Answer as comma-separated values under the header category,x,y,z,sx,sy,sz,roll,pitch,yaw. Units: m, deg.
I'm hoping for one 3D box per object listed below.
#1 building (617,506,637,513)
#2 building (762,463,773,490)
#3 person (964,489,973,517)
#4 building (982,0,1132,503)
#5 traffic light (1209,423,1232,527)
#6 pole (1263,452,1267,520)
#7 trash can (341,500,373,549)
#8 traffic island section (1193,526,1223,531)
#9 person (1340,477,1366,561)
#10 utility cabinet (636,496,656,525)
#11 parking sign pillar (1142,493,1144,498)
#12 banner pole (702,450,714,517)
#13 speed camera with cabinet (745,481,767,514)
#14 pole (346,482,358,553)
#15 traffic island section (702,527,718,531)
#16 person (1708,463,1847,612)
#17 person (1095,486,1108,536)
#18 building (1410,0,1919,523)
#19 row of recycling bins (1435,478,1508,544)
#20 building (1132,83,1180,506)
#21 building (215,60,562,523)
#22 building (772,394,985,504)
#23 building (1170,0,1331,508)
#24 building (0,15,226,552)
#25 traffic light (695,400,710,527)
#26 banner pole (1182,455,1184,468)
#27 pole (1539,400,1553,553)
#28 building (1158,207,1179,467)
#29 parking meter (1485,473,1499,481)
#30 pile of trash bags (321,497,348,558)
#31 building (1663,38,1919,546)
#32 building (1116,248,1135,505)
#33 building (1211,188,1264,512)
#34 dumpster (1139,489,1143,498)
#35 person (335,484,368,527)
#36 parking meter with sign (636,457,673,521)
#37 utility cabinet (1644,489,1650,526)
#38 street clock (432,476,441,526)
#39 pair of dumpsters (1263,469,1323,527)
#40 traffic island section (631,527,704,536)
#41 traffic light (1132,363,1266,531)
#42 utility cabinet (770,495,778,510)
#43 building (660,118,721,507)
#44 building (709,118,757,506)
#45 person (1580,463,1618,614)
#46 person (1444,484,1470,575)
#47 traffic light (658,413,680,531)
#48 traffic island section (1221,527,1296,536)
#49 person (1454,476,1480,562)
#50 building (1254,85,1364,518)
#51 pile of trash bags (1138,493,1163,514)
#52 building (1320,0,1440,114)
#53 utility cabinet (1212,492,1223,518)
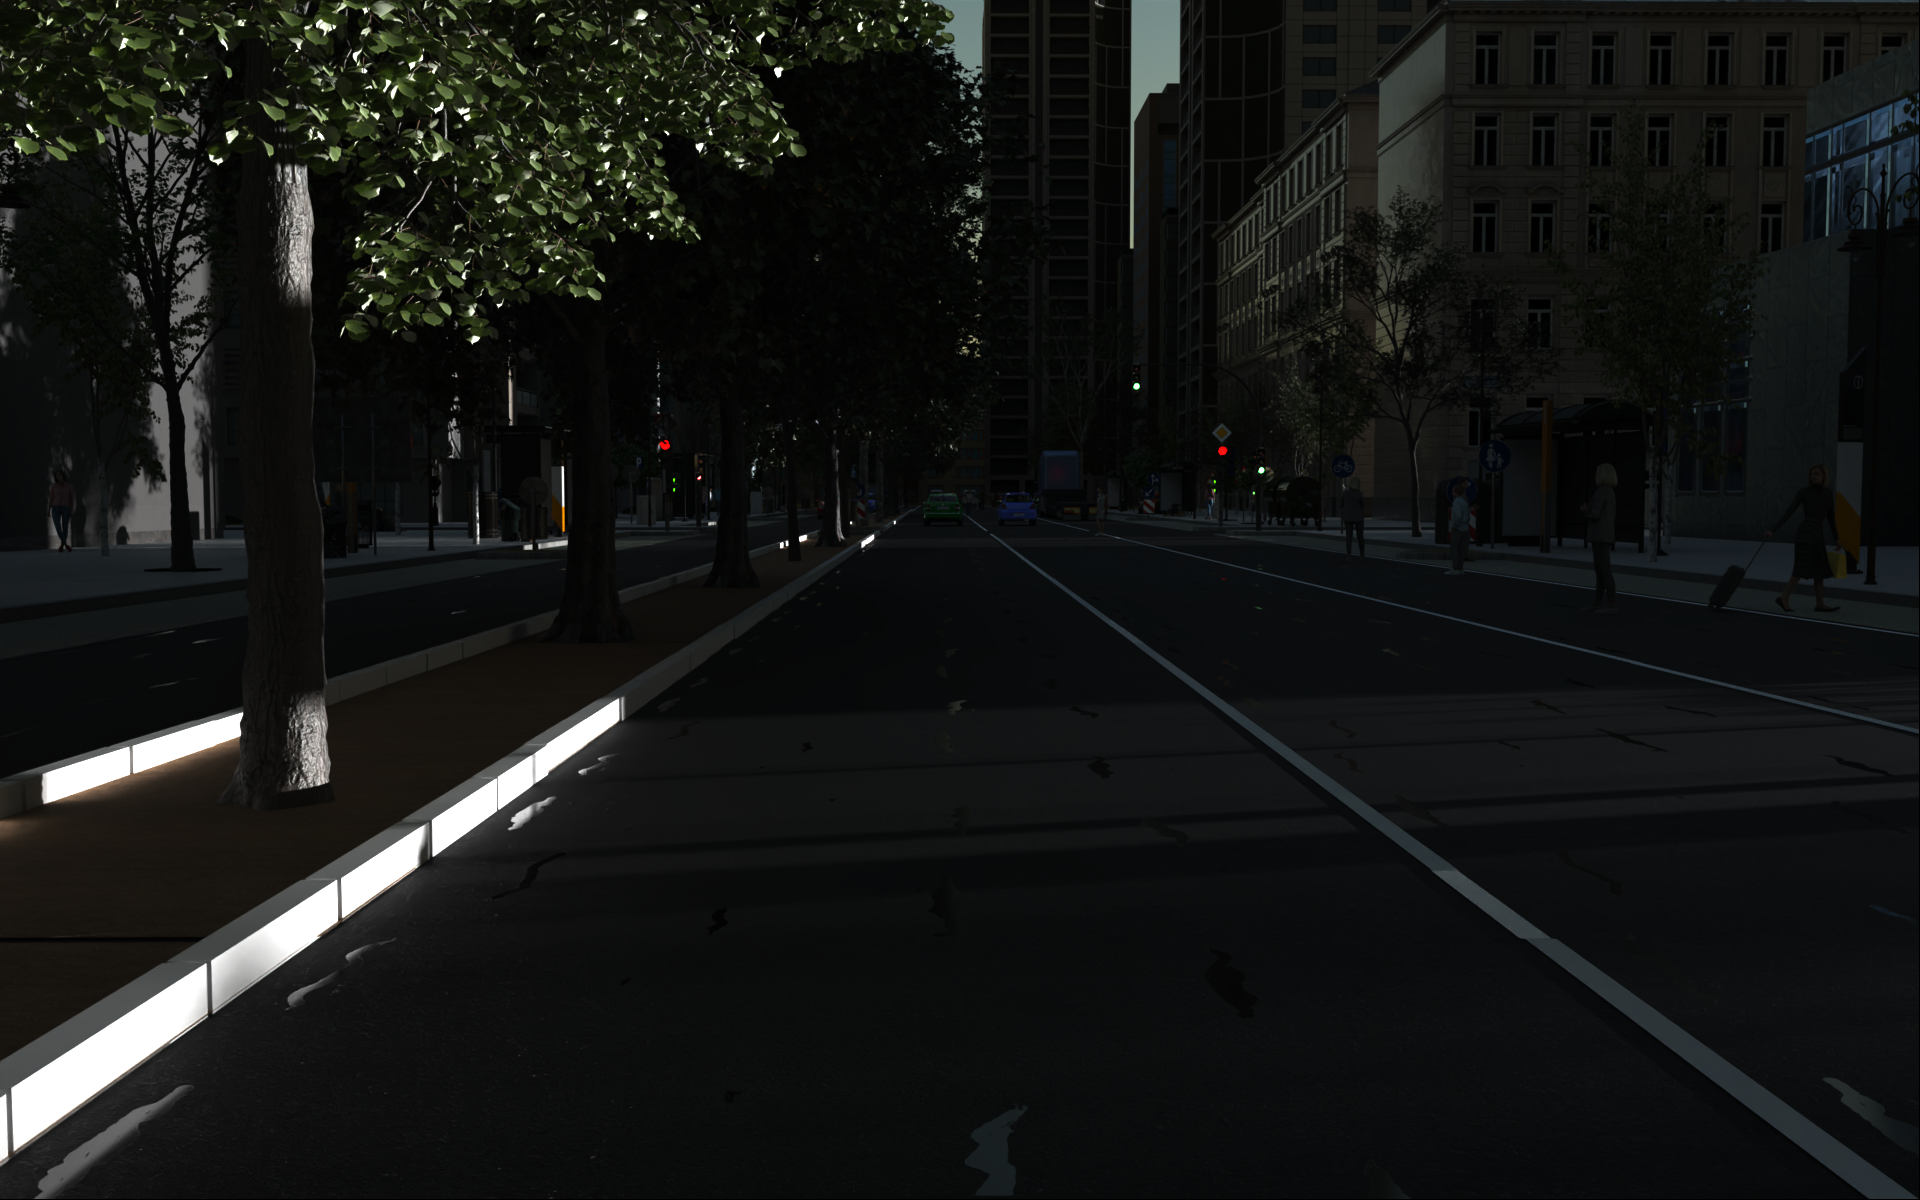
category,x,y,z,sx,sy,sz,roll,pitch,yaw
building,-33.035,-35.088,115.688,21.231,58.520,28.212,0,4,-1
building,-39.784,-42.984,244.787,28.212,58.520,21.231,0,4,-1
person,0.497,-6.154,109.781,0.731,1.740,0.598,0,4,5
building,13.538,-49.277,243.933,20.611,71.187,20.563,0,4,-1
traffic light,10.294,-4.860,68.375,0.839,4.253,0.868,0,4,-1
pole,14.864,-5.533,84.307,0.158,3.312,0.155,0,3,0
trash can,-14.229,-1.794,40.983,0.748,1.137,0.748,0,3,0
traffic island section,10.334,-2.826,68.489,2.009,0.180,2.903,0,4,-1
person,8.440,-1.745,37.220,0.537,1.800,0.526,2,4,30
utility cabinet,-13.157,-3.763,72.692,0.306,1.237,1.020,2,4,26
parking sign pillar,13.457,-8.133,121.439,1.447,3.967,1.447,0,4,3
banner pole,-14.427,-6.661,98.923,0.863,3.779,0.401,0,4,-3
speed camera with cabinet,-13.679,-7.288,113.489,2.038,3.252,0.660,1,4,16
pole,-13.204,-2.674,37.569,0.158,3.312,0.155,0,3,0
traffic island section,-10.306,-2.810,68.218,2.009,0.180,2.903,0,4,-1
person,9.965,-0.756,21.083,1.509,1.804,0.699,2,4,26
person,4.843,-3.062,59.571,0.522,1.701,0.512,-1,4,-10
building,33.144,-17.394,81.660,25.104,27.353,12.463,0,4,-1
row of recycling bins,13.753,-2.342,45.406,3.534,1.692,1.069,-3,5,-39
building,26.702,-33.033,190.197,14.600,45.320,14.200,0,4,-1
building,-26.597,-24.334,81.453,14.154,41.232,14.086,0,4,-1
building,-11.262,-24.684,248.626,28.899,21.520,27.650,0,4,-1
building,29.407,-44.021,157.987,20.563,71.187,20.611,0,4,-1
building,-33.197,-15.320,43.992,24.014,27.812,14.314,0,4,-1
traffic light,-8.175,-5.717,68.147,4.771,5.953,1.251,0,4,-1
banner pole,14.243,-7.362,110.391,0.401,3.779,0.863,0,4,1
pole,12.764,-2.682,37.701,0.158,3.312,0.155,0,3,0
building,27.048,-24.760,176.527,14.160,30.474,14.107,0,4,-1
parking meter,14.603,-2.557,47.514,0.399,1.863,0.255,-3,5,-41
pile of trash bags,-13.154,-1.505,34.355,1.912,1.369,3.447,-1,4,-19
building,32.850,-44.179,35.003,22.319,86.520,31.000,0,4,-1
building,25.358,-26.487,204.761,14.160,30.474,14.107,0,4,-1
building,26.951,-20.374,130.373,12.463,27.353,25.104,0,4,-1
dumpster,13.468,-7.193,123.359,1.264,1.857,1.865,0,4,-1
person,-22.307,-3.344,63.395,1.509,1.804,0.699,-3,4,-36
parking meter with sign,-14.361,-5.216,81.537,1.738,3.016,0.543,-3,5,-43
utility cabinet,27.662,-3.743,69.884,0.318,1.500,1.173,2,4,28
street clock,-21.136,-3.985,69.728,0.471,2.002,0.358,1,4,19
pair of dumpsters,13.434,-4.120,69.861,1.574,2.255,4.437,0,4,-1
traffic island section,-10.199,-2.321,60.234,2.009,0.180,2.903,0,4,-1
traffic light,8.310,-5.233,60.221,4.771,5.953,1.251,0,4,-1
utility cabinet,-15.112,-7.888,140.132,0.306,1.237,1.020,2,4,26
building,-34.050,-32.896,157.464,23.786,49.044,30.456,0,4,-1
building,-35.970,-37.113,196.034,27.495,52.752,28.713,0,4,-1
person,7.673,-0.746,20.874,0.526,1.800,0.537,3,5,41
person,8.879,-1.257,30.868,0.589,1.601,0.330,-3,5,-45
traffic light,-10.158,-4.353,60.100,0.839,4.253,0.868,0,4,-1
traffic island section,10.441,-2.338,60.505,2.009,0.180,2.903,0,4,-1
person,10.627,-1.693,36.387,0.583,1.804,0.606,1,4,16
building,26.229,-18.840,105.304,12.463,27.353,25.104,0,4,-1
pile of trash bags,12.477,-6.210,111.288,1.912,1.369,3.447,1,4,14
building,63.427,-49.293,244.199,20.611,71.187,20.563,0,4,-1
utility cabinet,13.587,-5.051,91.265,0.318,1.500,1.173,1,4,23
